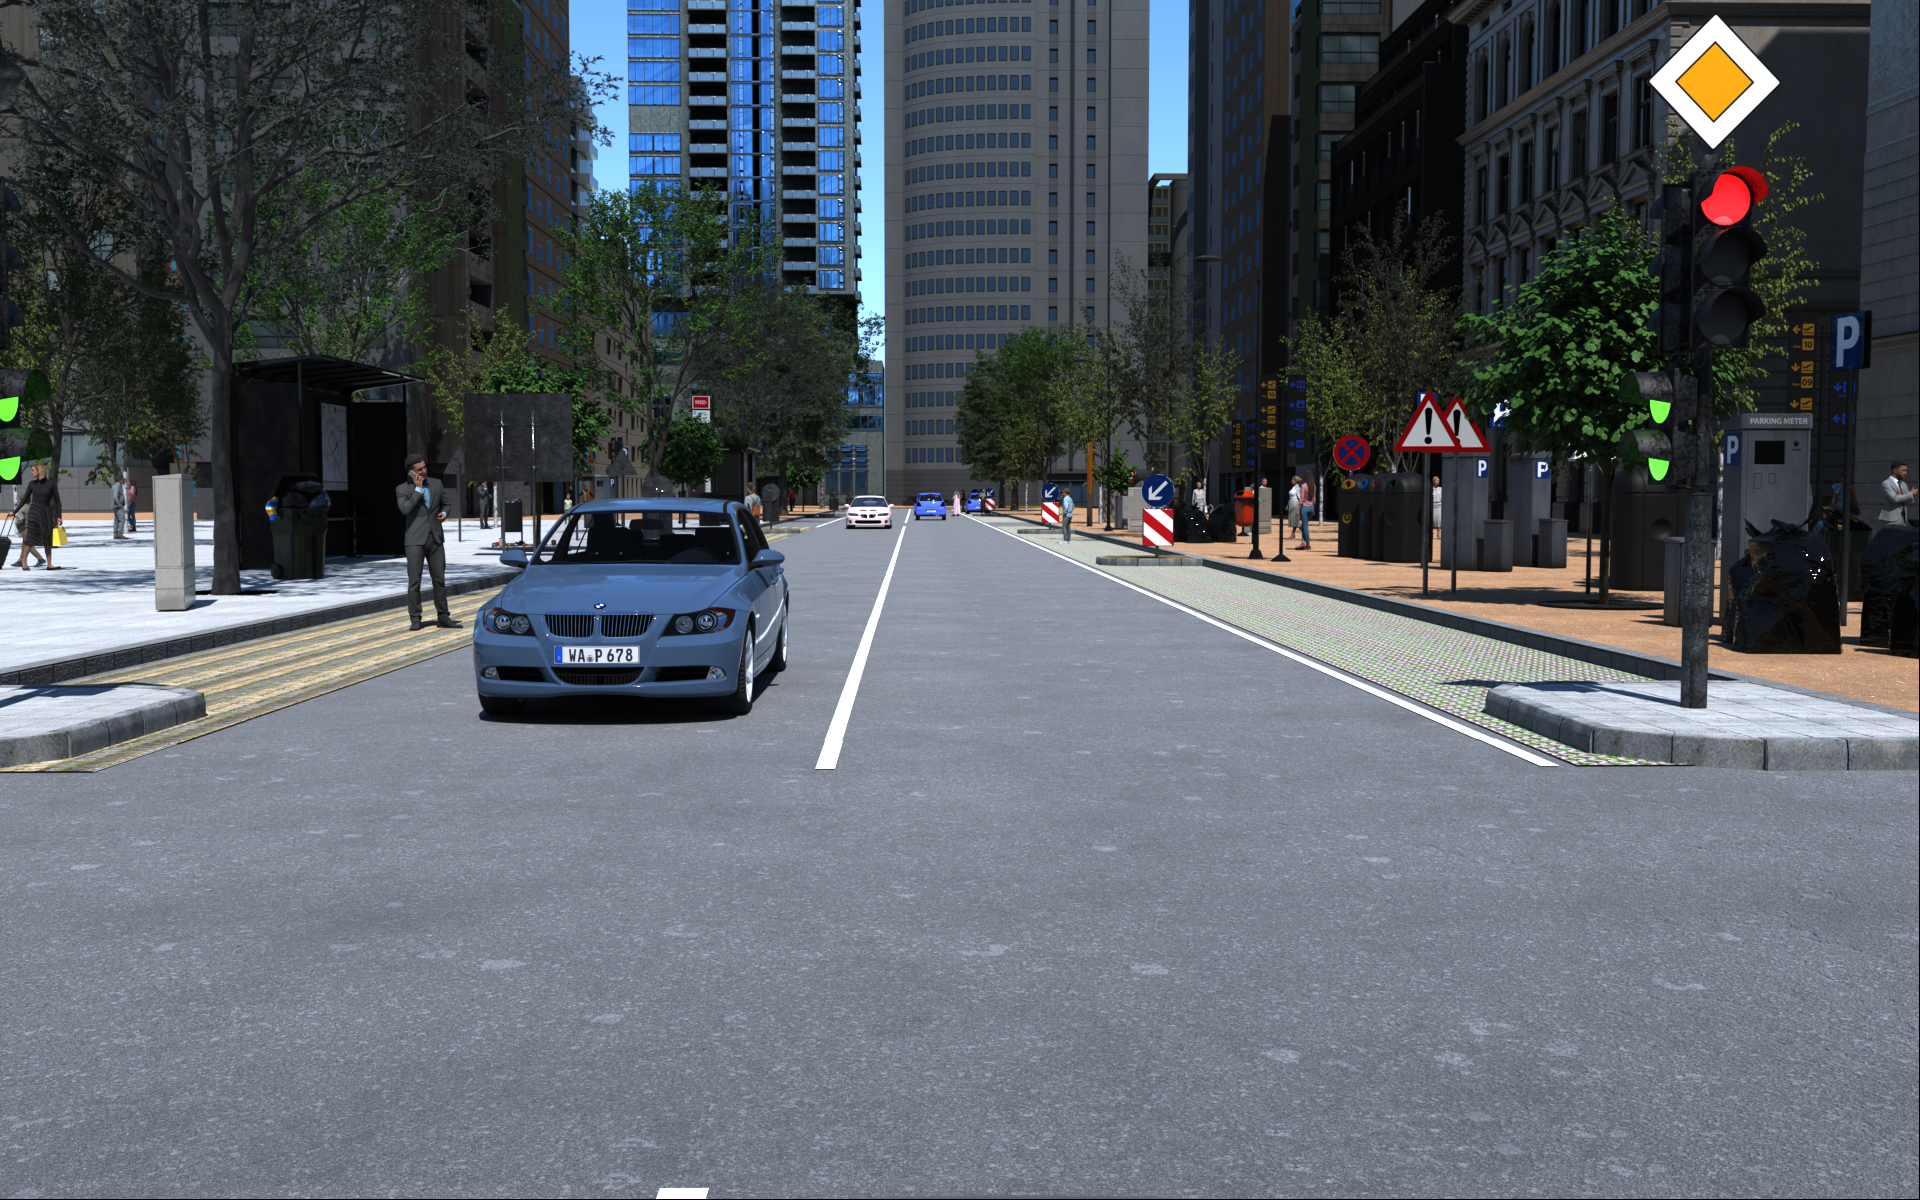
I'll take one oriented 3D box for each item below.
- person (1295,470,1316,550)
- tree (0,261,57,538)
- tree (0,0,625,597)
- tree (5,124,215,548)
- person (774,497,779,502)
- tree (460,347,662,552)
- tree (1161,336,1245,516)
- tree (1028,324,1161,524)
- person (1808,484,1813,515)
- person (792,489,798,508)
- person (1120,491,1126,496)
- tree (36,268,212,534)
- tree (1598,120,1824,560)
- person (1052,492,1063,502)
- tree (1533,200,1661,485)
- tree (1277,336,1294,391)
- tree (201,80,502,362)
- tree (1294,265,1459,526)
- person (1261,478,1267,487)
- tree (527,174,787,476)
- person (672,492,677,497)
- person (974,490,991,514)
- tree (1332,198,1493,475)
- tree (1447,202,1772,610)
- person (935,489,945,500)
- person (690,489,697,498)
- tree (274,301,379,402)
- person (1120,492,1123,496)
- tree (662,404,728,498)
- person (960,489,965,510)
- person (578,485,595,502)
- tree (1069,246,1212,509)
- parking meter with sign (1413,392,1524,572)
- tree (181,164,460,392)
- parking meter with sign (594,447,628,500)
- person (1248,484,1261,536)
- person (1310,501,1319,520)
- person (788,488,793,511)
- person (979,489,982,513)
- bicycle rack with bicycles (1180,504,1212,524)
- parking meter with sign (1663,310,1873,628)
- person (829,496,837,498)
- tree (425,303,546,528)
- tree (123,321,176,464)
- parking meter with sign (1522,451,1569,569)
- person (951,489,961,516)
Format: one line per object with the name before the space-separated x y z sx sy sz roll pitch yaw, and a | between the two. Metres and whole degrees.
person | 7.924 -2.051 39.593 0.388 1.821 0.555 3 5 43
tree | -27.674 -6.125 50.508 4.737 8.622 4.395 0 3 0
tree | -9.450 -6.818 21.847 12.009 13.543 11.850 0 3 0
tree | -21.119 -6.492 40.557 7.601 10.594 8.767 0 4 -2
person | -14.227 -7.644 134.260 0.421 1.427 0.697 -1 4 -20
tree | -9.447 -3.370 38.807 4.285 4.588 4.351 0 3 0
tree | 11.152 -7.937 80.125 4.737 8.622 4.395 0 3 0
tree | 5.810 -7.580 74.288 4.737 8.622 4.395 0 3 0
person | 17.428 -1.830 36.145 0.590 1.801 0.661 -1 4 -18
person | -15.454 -9.426 160.873 0.721 1.743 1.217 3 4 36
person | 9.501 -5.685 99.709 1.217 1.735 0.721 1 4 22
tree | -27.196 -6.443 55.702 4.360 8.622 3.978 0 3 0
tree | 14.506 -5.070 33.257 4.737 8.622 4.395 0 3 0
person | 5.750 -5.670 101.973 0.697 1.427 0.421 2 4 27
tree | 16.433 -5.735 44.127 4.360 8.622 3.978 0 3 0
tree | 14.588 -7.233 68.621 4.737 8.622 4.395 0 3 0
tree | -25.752 -13.470 76.117 12.611 20.169 13.585 0 3 0
tree | 13.585 -6.412 55.193 4.737 8.622 4.395 0 3 0
person | 9.928 -3.094 56.848 0.478 1.798 0.641 -1 4 -12
tree | -9.638 -7.917 55.200 9.928 11.665 9.643 0 3 0
person | -25.197 -8.802 153.183 0.991 1.433 0.599 2 4 31
person | 1.584 -6.680 118.443 1.217 1.736 0.721 1 4 15
tree | 11.286 -5.739 44.188 4.360 8.622 3.978 0 3 0
tree | 7.412 -2.194 19.593 4.285 4.588 4.351 0 3 0
person | -1.812 -7.823 136.413 1.348 1.823 0.705 -2 4 -25
person | -23.822 -9.054 154.529 0.568 1.767 0.683 1 4 17
tree | -24.048 -7.045 65.545 4.737 8.622 4.395 0 3 0
person | 15.265 -9.477 161.783 1.217 1.735 0.721 0 4 1
tree | -10.083 -4.851 63.023 4.285 4.588 4.351 0 3 0
person | 0.216 -8.256 143.493 0.705 1.822 1.348 1 4 16
person | -22.505 -6.004 104.301 1.348 1.812 0.705 -3 4 -38
tree | 5.451 -6.134 50.655 4.360 8.622 3.978 0 3 0
parking meter with sign | 8.470 -2.006 29.060 0.543 3.016 1.738 -3 4 -38
tree | -19.711 -7.816 53.542 9.928 11.665 9.643 0 3 0
parking meter with sign | -13.331 -4.206 65.034 1.738 3.016 0.543 1 4 23
person | 9.078 -2.796 53.572 0.330 1.601 0.589 3 5 42
person | 17.344 -4.855 85.608 0.419 1.800 0.721 -3 4 -39
person | -12.534 -7.472 128.151 0.705 1.831 1.348 0 4 5
person | 1.595 -7.568 132.255 0.705 1.822 1.348 1 4 15
bicycle rack with bicycles | 7.972 -3.105 64.152 2.852 0.926 2.925 -1 4 -10
parking meter with sign | 7.748 -1.250 16.700 1.738 3.016 0.543 0 4 -2
person | -12.237 -9.708 167.236 0.705 1.824 1.348 -3 5 -45
tree | -17.966 -7.065 65.872 4.737 8.622 4.395 0 3 0
tree | -35.888 -7.578 74.264 4.737 8.622 4.395 0 3 0
parking meter with sign | 10.042 -2.097 30.549 0.543 3.016 1.738 -1 4 -20
person | -0.243 -6.295 112.095 0.621 1.740 0.551 2 4 27
